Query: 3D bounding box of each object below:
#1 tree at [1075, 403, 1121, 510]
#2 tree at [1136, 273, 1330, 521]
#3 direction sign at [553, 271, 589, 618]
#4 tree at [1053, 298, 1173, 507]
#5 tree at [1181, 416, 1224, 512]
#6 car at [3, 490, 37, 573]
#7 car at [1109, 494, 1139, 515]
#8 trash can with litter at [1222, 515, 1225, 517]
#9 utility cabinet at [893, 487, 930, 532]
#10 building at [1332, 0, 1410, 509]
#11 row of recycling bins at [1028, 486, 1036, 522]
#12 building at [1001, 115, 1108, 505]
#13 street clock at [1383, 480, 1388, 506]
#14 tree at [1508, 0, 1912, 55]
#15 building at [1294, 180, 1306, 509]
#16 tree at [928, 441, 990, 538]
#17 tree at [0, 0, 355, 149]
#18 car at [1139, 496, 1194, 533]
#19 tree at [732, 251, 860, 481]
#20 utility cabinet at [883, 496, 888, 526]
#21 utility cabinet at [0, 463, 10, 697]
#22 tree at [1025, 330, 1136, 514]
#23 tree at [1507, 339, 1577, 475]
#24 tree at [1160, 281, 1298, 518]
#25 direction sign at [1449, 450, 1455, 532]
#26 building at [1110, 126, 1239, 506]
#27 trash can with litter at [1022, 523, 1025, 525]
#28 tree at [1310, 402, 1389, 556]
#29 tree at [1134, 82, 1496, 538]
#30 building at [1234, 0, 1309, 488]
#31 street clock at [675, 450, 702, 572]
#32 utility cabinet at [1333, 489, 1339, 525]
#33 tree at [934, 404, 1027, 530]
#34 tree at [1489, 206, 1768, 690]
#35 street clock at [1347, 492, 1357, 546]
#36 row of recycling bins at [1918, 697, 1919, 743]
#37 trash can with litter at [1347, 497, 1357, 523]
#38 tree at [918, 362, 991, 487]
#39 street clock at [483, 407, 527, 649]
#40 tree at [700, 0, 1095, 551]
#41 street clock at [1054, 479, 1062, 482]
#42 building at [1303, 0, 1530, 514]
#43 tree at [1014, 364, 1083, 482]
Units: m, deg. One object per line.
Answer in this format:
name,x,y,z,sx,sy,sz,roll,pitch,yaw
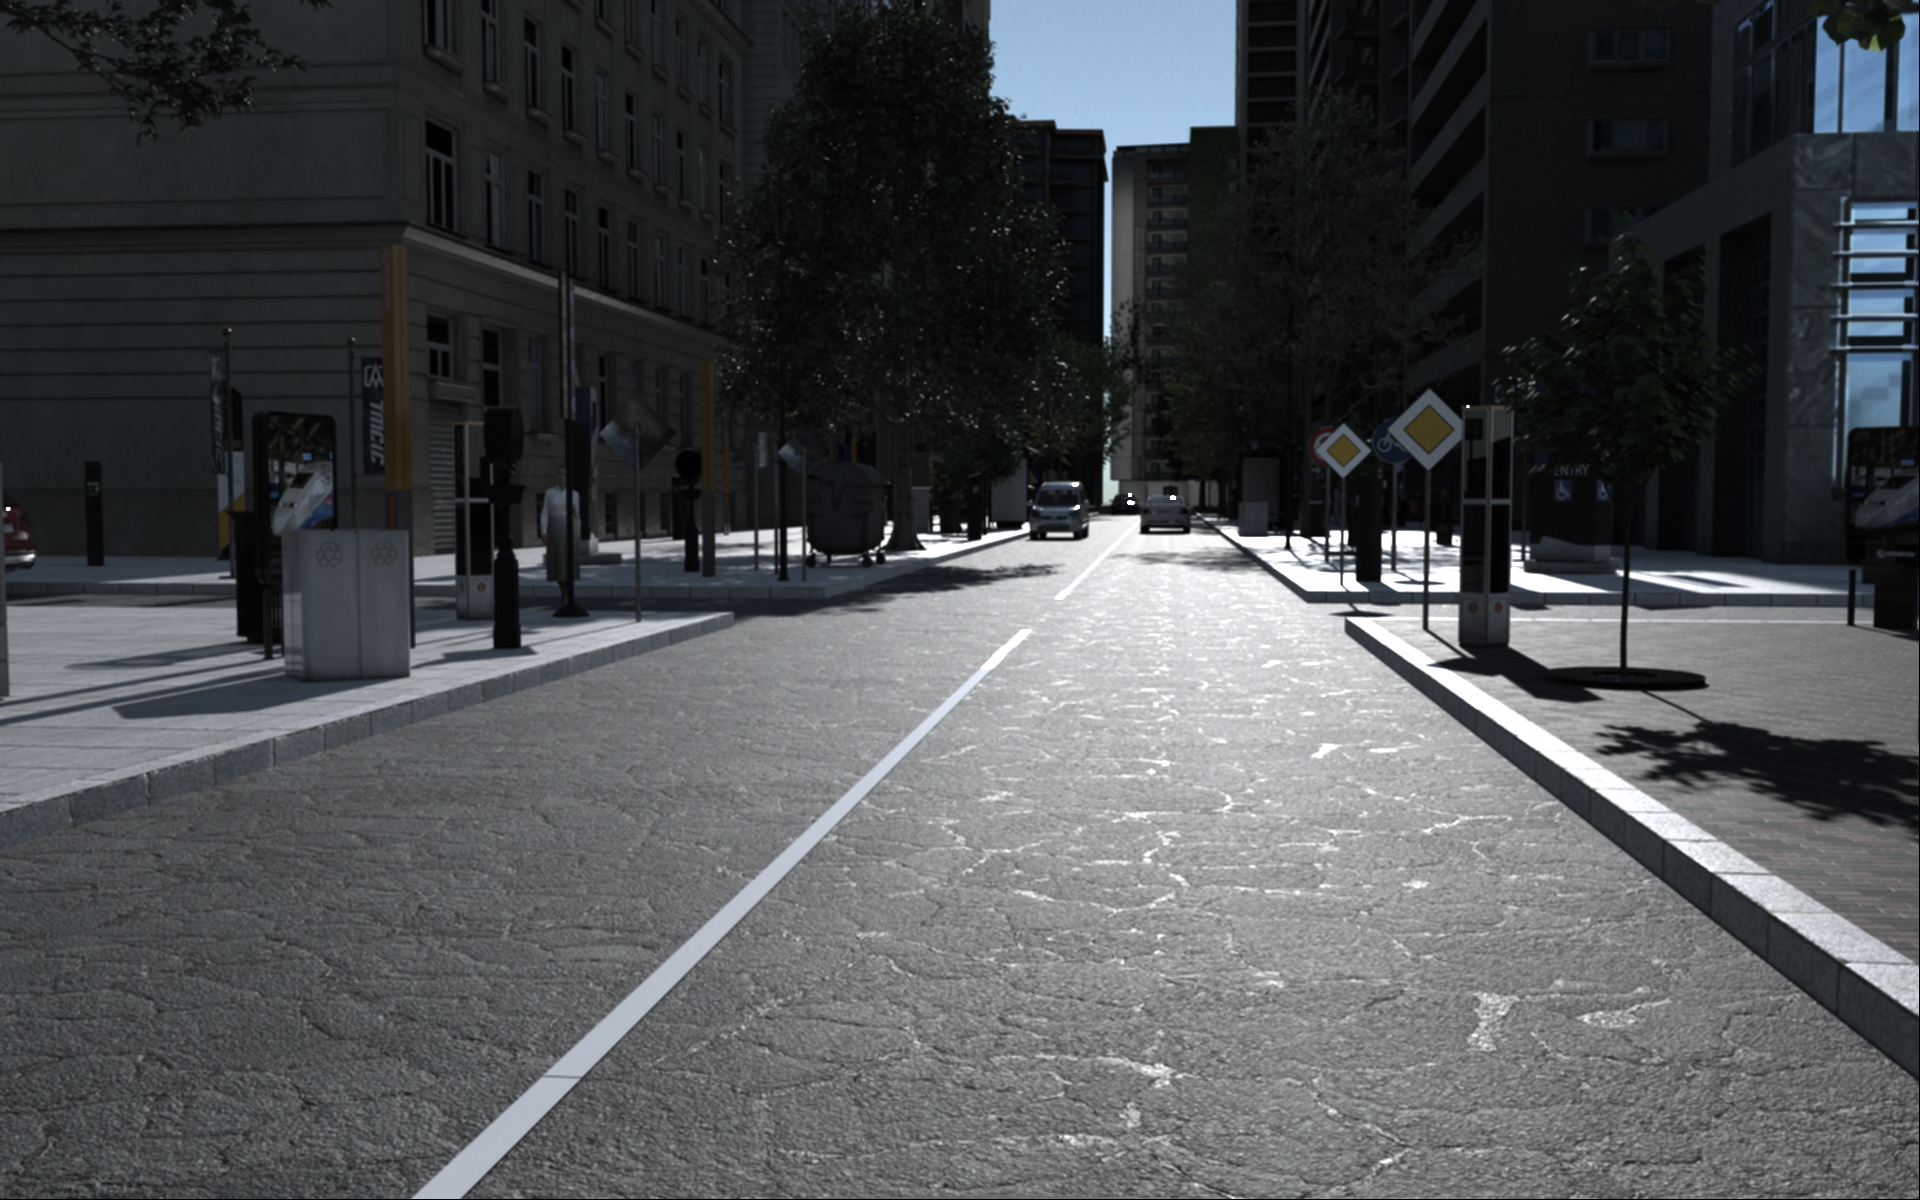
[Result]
tree,10.767,-11.459,137.717,4.737,8.622,4.395,0,3,0
tree,13.686,-9.555,81.980,9.928,11.665,9.643,0,3,0
direction sign,-4.083,-1.595,18.071,0.379,3.537,0.876,0,4,-4
tree,14.722,-18.952,165.751,12.611,20.169,13.585,0,3,0
tree,18.063,-10.740,125.962,4.360,8.622,3.978,0,3,0
car,-15.467,-0.913,23.605,5.304,1.827,2.281,0,4,5
car,11.289,-6.676,118.938,2.009,1.686,4.222,0,4,8
trash can with litter,15.148,-5.132,94.966,1.678,1.210,2.233,-3,5,-43
utility cabinet,-1.599,-2.965,57.162,1.173,1.500,0.318,0,4,6
building,36.386,-28.094,113.963,22.147,44.769,28.867,0,4,7
row of recycling bins,3.069,-4.556,81.607,1.069,1.692,3.534,0,4,5
building,2.613,-33.562,203.360,28.867,44.769,22.147,0,4,7
street clock,21.123,-5.010,86.486,0.471,2.002,0.358,-3,5,-44
tree,3.825,-5.863,2.512,9.857,13.997,8.962,0,3,0
building,37.433,-23.602,157.589,14.160,30.474,14.107,0,4,7
tree,-0.186,-3.478,51.462,1.663,3.219,1.824,0,3,0
tree,-6.047,-4.461,7.345,7.601,10.594,8.767,-1,4,-23
car,7.771,-3.238,65.298,2.083,1.381,4.827,0,4,8
tree,-4.393,-6.135,50.674,4.360,8.622,3.978,0,3,0
utility cabinet,-3.345,-3.575,69.605,0.306,1.237,1.020,-3,5,-42
utility cabinet,-6.477,-0.112,10.511,1.173,1.500,0.318,-3,4,-37
tree,7.465,-11.319,110.826,9.928,11.665,9.643,0,3,0
tree,12.802,-3.234,36.582,4.285,4.588,4.351,0,3,0
tree,14.404,-10.636,92.026,7.486,12.596,7.792,0,3,0
direction sign,16.708,-4.099,59.018,0.379,3.537,0.876,1,4,20
building,24.177,-31.359,196.319,14.086,41.232,14.154,0,4,7
trash can with litter,2.252,-3.674,71.451,0.624,1.170,1.055,-3,5,-43
tree,8.186,-2.569,36.597,1.663,3.219,1.824,0,3,0
tree,10.453,-8.617,51.261,12.009,13.543,11.850,0,3,0
building,41.790,-46.381,196.574,20.611,71.187,20.563,0,4,7
street clock,-4.432,-1.469,28.589,0.471,2.002,0.358,1,4,18
utility cabinet,15.603,-3.829,71.291,0.318,1.500,1.173,1,4,21
tree,0.765,-4.867,63.292,4.285,4.588,4.351,0,3,0
tree,4.429,-1.054,11.838,1.663,3.219,1.824,0,3,0
street clock,9.721,-2.340,42.827,0.471,2.002,0.358,-2,4,-26
row of recycling bins,5.399,-0.005,7.200,1.069,1.692,3.534,0,4,-6
trash can with litter,17.387,-3.971,76.316,0.624,1.170,1.055,-1,4,-14
tree,-0.407,-7.960,80.501,4.737,8.622,4.395,0,3,0
street clock,-3.776,-0.600,14.388,0.358,2.002,0.471,0,4,-2
tree,-1.407,-7.478,39.273,9.611,12.733,9.660,0,3,0
street clock,4.826,-4.921,85.023,0.471,2.002,0.358,-2,4,-31
building,39.444,-31.508,138.849,21.300,48.544,21.600,0,4,7
tree,5.137,-8.909,96.026,4.360,8.622,3.978,0,3,0
